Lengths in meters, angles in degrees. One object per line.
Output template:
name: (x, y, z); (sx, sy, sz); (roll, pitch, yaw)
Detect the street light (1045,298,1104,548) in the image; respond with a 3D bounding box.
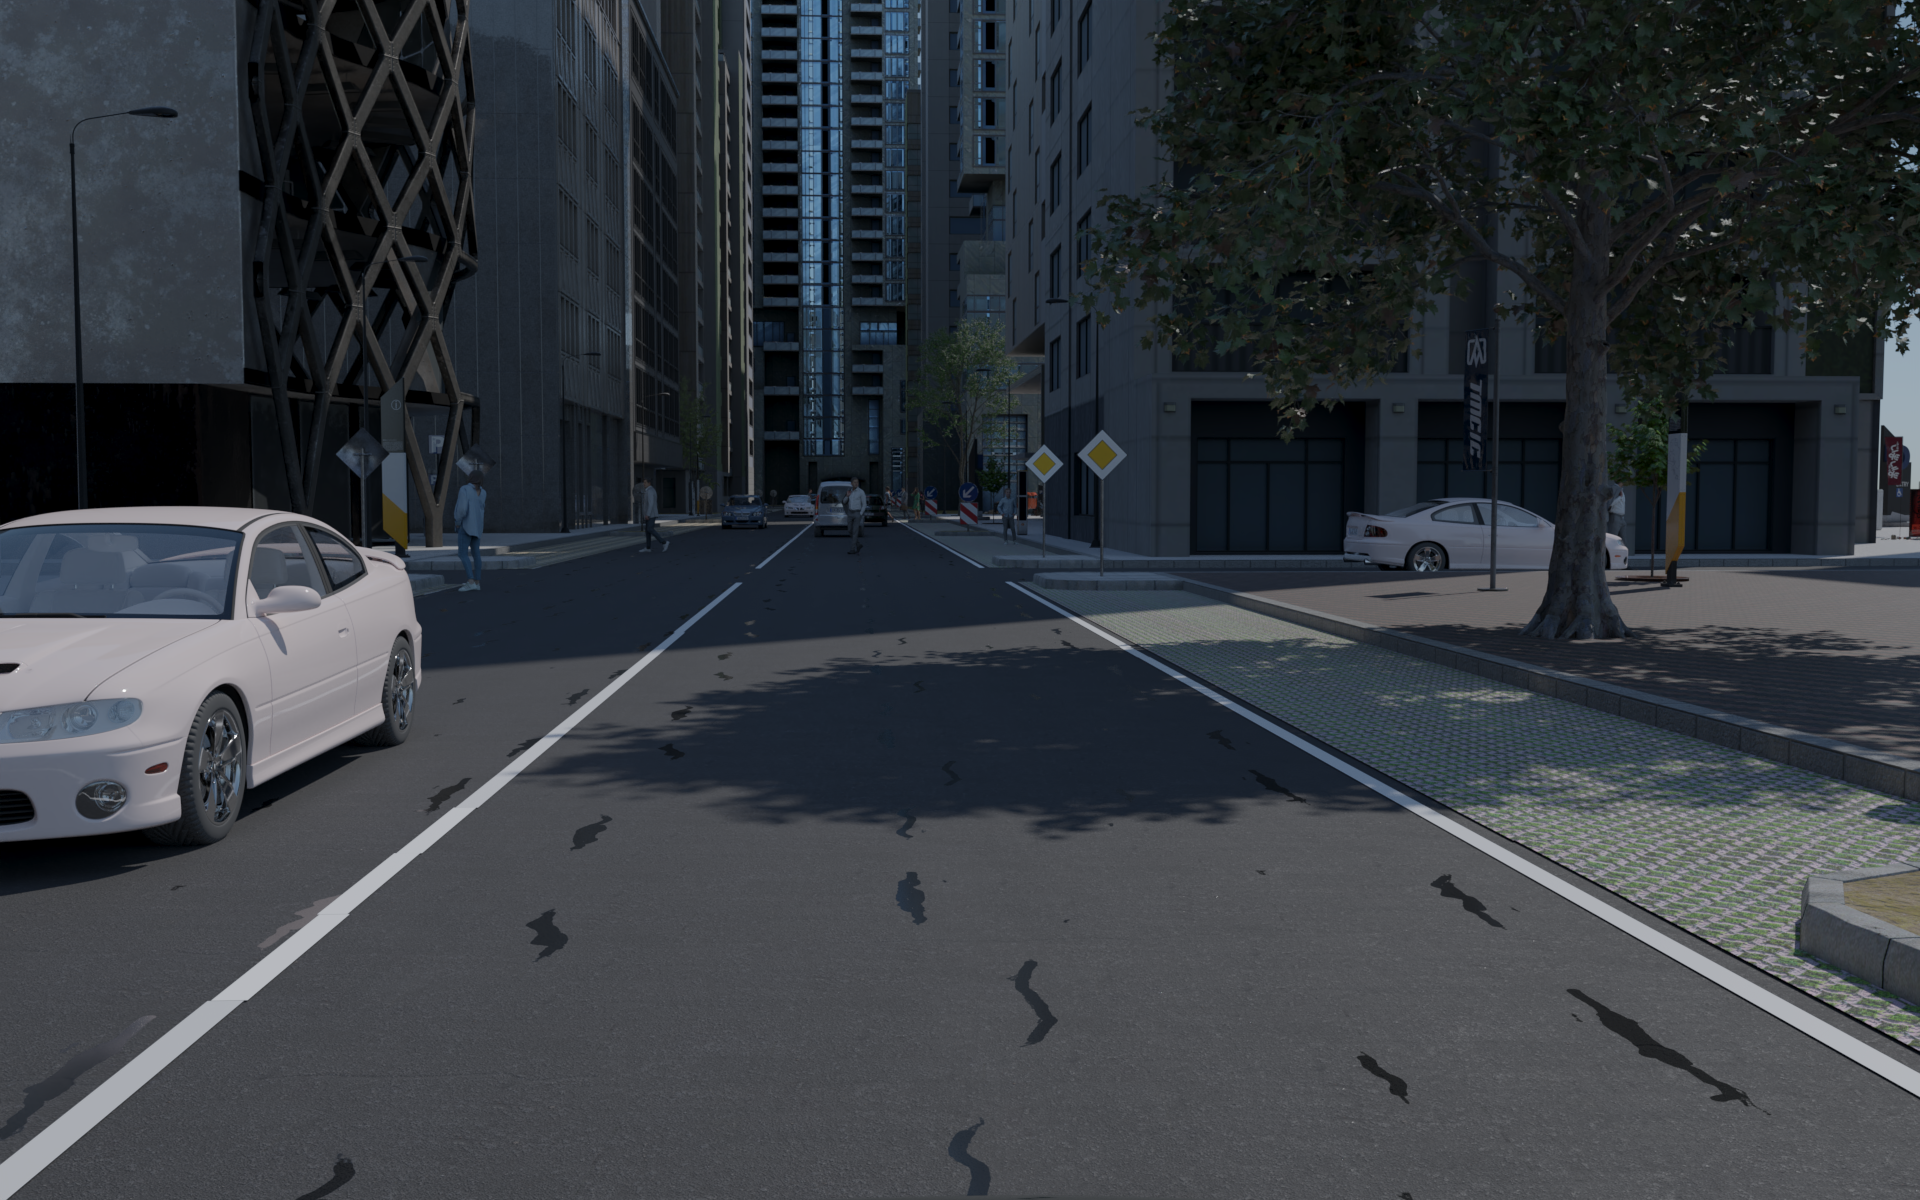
street light: (2.723, -4.202, 41.246); (1.470, 5.913, 1.316); (0, 4, -4)

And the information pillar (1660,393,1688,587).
information pillar: (9.858, -1.985, 23.816); (0.183, 3.616, 0.504); (0, 4, 3)

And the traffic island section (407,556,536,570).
traffic island section: (-9.556, -0.730, 34.221); (2.009, 0.180, 2.903); (0, 4, -4)

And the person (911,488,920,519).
person: (-2.389, -5.338, 96.021); (0.529, 1.795, 0.600); (-2, 4, -34)

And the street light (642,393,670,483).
street light: (-14.040, -6.553, 79.686); (1.470, 5.913, 1.316); (0, 4, -4)

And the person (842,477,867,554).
person: (-2.549, -2.016, 41.556); (0.679, 1.850, 0.850); (2, 4, 25)

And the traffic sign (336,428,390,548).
traffic sign: (-9.021, -1.379, 26.192); (0.795, 2.450, 0.064); (0, 4, -4)

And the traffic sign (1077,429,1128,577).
traffic sign: (2.202, -1.422, 26.891); (0.795, 2.450, 0.064); (0, 4, -4)

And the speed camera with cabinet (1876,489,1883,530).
speed camera with cabinet: (31.741, -4.076, 60.973); (2.038, 3.252, 0.660); (-3, 4, -36)

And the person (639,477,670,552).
person: (-7.539, -2.099, 42.662); (0.795, 1.843, 0.661); (0, 4, -1)

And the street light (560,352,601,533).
street light: (-12.424, -5.149, 56.724); (1.470, 5.913, 1.316); (0, 4, -4)

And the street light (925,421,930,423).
street light: (-1.532, -8.402, 109.918); (1.470, 5.913, 1.316); (0, 4, -4)

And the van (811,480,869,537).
van: (-4.101, -3.178, 58.967); (2.013, 2.044, 4.112); (0, 4, -3)

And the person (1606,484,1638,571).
person: (12.065, -1.427, 31.930); (0.850, 1.850, 0.679); (2, 4, 34)

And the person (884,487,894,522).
person: (-3.604, -4.826, 87.498); (0.778, 1.811, 0.616); (3, 4, 38)

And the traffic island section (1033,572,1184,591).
traffic island section: (2.225, -0.287, 26.970); (2.009, 0.180, 2.903); (0, 4, -4)

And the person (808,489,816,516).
person: (-9.480, -6.245, 111.129); (0.750, 1.759, 0.617); (0, 4, 6)

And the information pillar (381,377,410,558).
information pillar: (-11.360, -2.658, 34.807); (0.504, 3.616, 0.183); (0, 4, 6)

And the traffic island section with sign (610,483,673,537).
traffic island section with sign: (-10.823, -3.083, 59.030); (1.989, 1.847, 2.006); (0, 4, -4)

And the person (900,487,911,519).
person: (-3.179, -5.499, 98.530); (0.853, 1.813, 0.709); (-3, 4, -38)

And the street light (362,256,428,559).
street light: (-11.065, -3.752, 33.880); (1.470, 5.913, 1.316); (0, 4, -4)

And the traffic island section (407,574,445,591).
traffic island section: (-9.044, -0.243, 26.252); (2.009, 0.180, 2.903); (0, 4, -4)

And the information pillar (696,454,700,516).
information pillar: (-15.320, -6.725, 101.301); (0.183, 3.616, 0.504); (0, 4, -4)

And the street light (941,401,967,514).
street light: (-0.222, -6.996, 86.919); (1.470, 5.913, 1.316); (0, 4, -4)

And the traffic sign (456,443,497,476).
traffic sign: (-9.533, -1.867, 34.161); (0.795, 2.450, 0.064); (0, 4, -4)

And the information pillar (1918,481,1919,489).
information pillar: (55.753, -5.868, 100.441); (0.304, 2.012, 0.304); (2, 4, 24)

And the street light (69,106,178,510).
street light: (-10.071, -2.956, 20.878); (1.470, 5.913, 1.316); (0, 4, -4)

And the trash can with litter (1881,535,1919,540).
trash can with litter: (26.878, -2.306, 48.754); (2.233, 1.210, 1.678); (0, 4, -4)

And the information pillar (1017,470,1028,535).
information pillar: (1.932, -3.023, 53.916); (0.304, 2.012, 0.304); (0, 4, -6)

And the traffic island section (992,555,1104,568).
traffic island section: (1.712, -0.774, 34.938); (2.009, 0.180, 2.903); (0, 4, -4)

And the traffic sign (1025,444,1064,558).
traffic sign: (1.689, -1.909, 34.859); (0.795, 2.450, 0.064); (0, 4, -4)

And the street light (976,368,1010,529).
street light: (1.277, -5.599, 64.084); (1.470, 5.913, 1.316); (0, 4, -4)

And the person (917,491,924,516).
person: (-2.594, -6.177, 110.956); (0.593, 1.643, 0.415); (-1, 4, -11)

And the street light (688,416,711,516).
street light: (-15.397, -7.950, 102.530); (1.470, 5.913, 1.316); (0, 4, -4)

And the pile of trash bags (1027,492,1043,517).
pile of trash bags: (4.975, -5.606, 101.402); (1.912, 1.369, 3.447); (2, 4, 31)

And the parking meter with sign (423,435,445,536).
parking meter with sign: (-15.833, -3.412, 52.049); (0.543, 3.016, 1.738); (-2, 4, -27)

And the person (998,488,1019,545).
person: (1.350, -2.344, 48.632); (0.589, 1.601, 0.330); (0, 4, -5)

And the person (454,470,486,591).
person: (-7.270, -1.040, 25.774); (0.793, 1.790, 0.793); (0, 4, -8)
